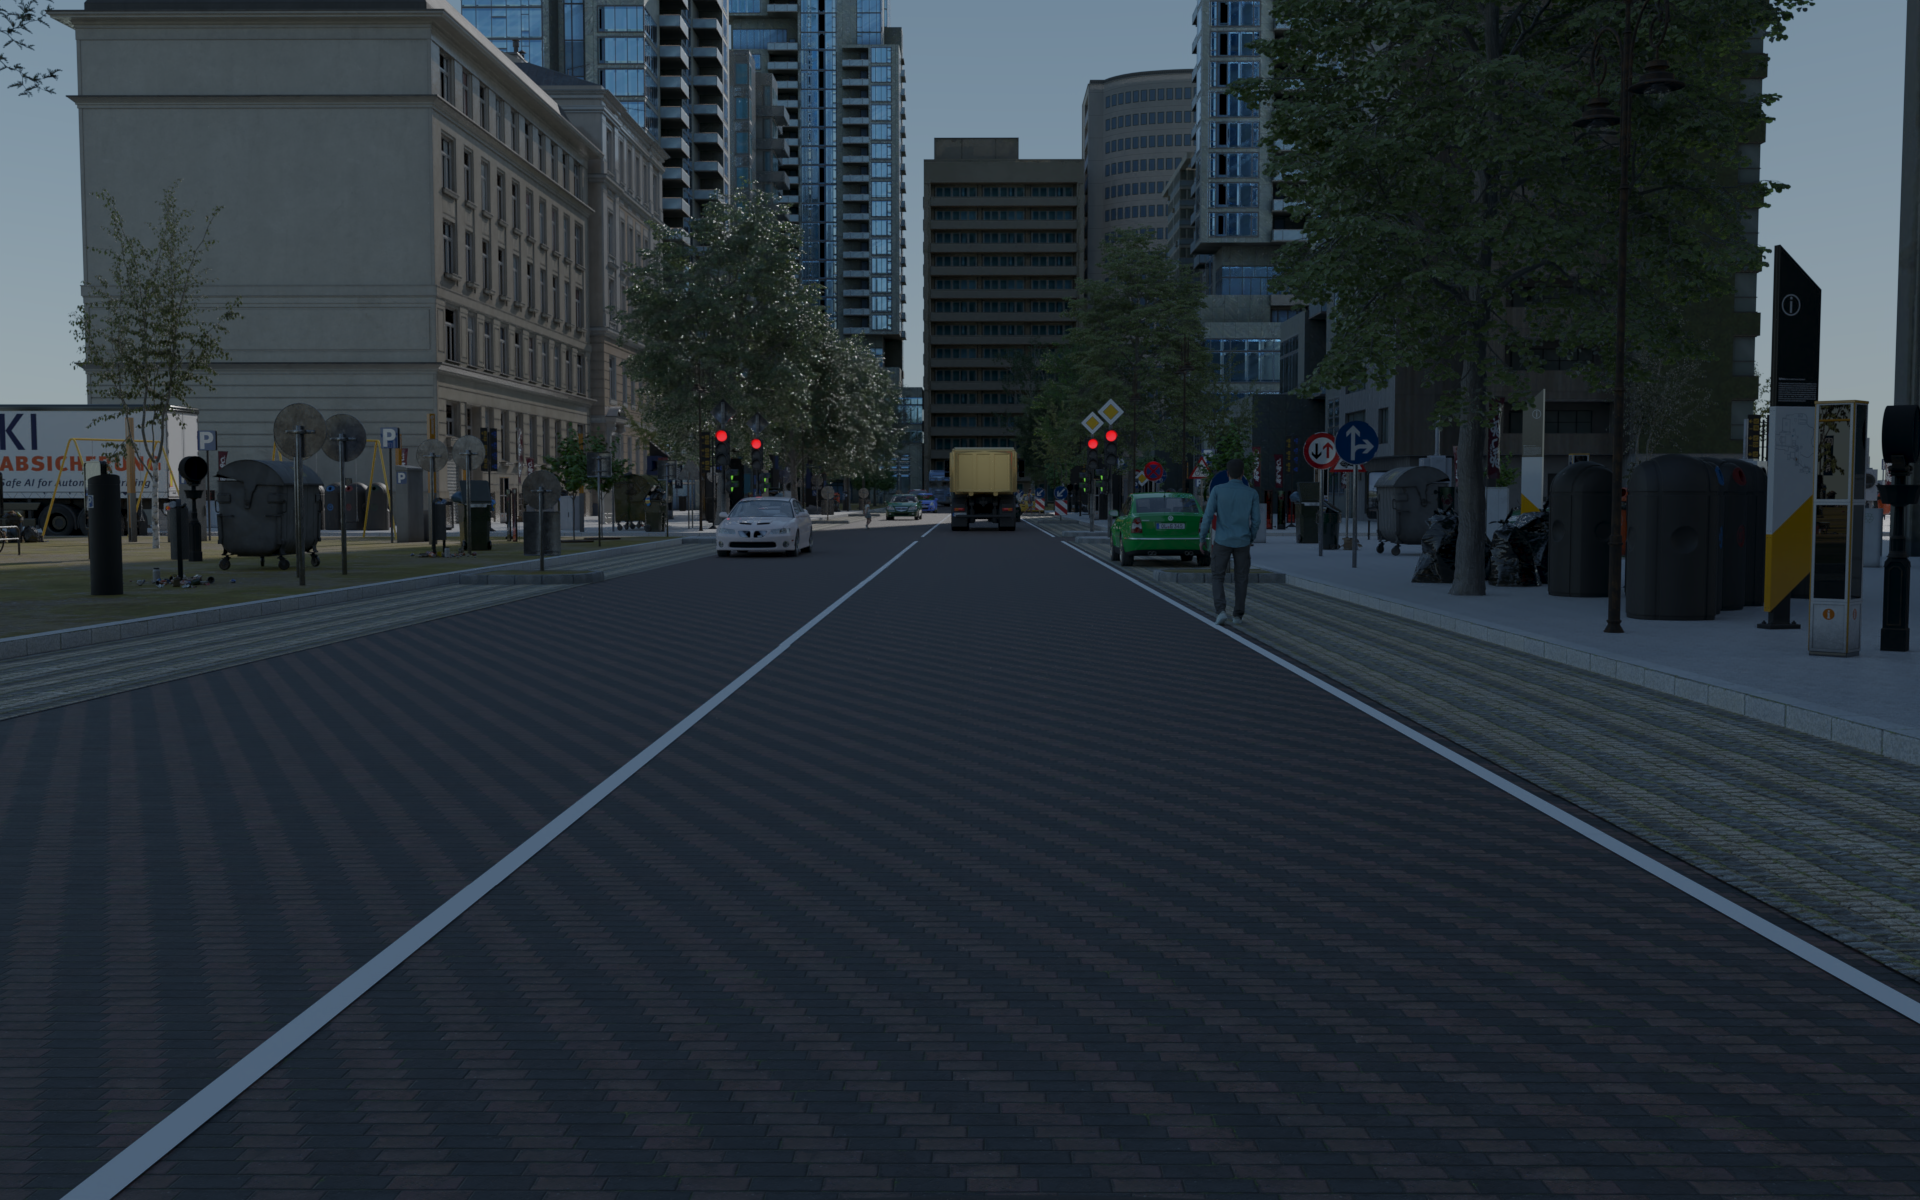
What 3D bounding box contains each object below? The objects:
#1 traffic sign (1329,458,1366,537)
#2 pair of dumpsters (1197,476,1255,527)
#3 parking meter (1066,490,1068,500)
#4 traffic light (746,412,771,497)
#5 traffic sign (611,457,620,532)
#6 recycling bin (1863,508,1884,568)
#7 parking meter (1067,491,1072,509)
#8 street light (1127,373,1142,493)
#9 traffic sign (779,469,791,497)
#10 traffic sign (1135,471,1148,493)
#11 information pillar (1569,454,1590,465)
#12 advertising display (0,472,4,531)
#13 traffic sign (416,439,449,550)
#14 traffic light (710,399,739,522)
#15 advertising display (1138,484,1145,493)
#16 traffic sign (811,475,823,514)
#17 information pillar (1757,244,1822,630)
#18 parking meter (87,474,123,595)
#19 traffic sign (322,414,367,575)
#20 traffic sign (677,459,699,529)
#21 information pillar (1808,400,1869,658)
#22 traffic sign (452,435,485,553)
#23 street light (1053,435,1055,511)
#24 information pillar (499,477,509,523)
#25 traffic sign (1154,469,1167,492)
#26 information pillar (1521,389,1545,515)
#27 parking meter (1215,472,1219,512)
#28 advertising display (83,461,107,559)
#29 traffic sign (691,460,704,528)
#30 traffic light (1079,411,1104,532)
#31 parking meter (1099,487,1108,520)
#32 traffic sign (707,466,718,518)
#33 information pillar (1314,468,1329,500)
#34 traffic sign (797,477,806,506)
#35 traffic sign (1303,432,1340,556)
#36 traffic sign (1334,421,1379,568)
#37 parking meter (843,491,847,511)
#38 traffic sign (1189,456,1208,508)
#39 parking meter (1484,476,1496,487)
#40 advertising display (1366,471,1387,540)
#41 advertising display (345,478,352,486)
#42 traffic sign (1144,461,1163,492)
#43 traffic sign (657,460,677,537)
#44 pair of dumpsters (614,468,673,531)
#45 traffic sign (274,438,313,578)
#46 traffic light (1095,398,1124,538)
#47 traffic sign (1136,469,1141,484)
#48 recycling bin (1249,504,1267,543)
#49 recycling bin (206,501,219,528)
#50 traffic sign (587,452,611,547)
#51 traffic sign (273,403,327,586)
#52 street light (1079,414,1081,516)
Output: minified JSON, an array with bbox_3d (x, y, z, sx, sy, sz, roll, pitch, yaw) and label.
[{"bbox_3d":[9.422,-2.576,42.123,0.884,2.594,0.081,0,4,5],"label":"traffic sign"},{"bbox_3d":[9.699,-3.710,63.153,1.574,2.255,4.437,0,4,1],"label":"pair of dumpsters"},{"bbox_3d":[8.205,-7.730,132.096,0.255,1.863,0.399,1,4,9],"label":"parking meter"},{"bbox_3d":[-6.880,-4.288,59.031,0.839,4.253,0.868,0,4,1],"label":"traffic light"},{"bbox_3d":[-11.812,-3.599,58.950,0.768,2.556,0.104,0,4,6],"label":"traffic sign"},{"bbox_3d":[15.883,-1.104,30.611,0.722,1.027,0.722,2,4,31],"label":"recycling bin"},{"bbox_3d":[7.840,-7.052,123.709,0.372,1.533,0.369,0,3,0],"label":"parking meter"},{"bbox_3d":[6.586,-5.663,65.377,0.468,5.910,1.993,0,4,1],"label":"street light"},{"bbox_3d":[-9.114,-5.470,89.544,0.768,2.556,0.104,0,4,5],"label":"traffic sign"},{"bbox_3d":[8.858,-5.086,84.348,0.795,2.450,0.064,0,4,6],"label":"traffic sign"},{"bbox_3d":[11.249,-1.653,31.525,0.304,2.012,0.304,0,4,8],"label":"information pillar"},{"bbox_3d":[-28.285,-2.772,50.538,0.974,1.923,0.123,2,4,26],"label":"advertising display"},{"bbox_3d":[-12.191,-2.441,40.011,0.768,2.556,0.104,0,4,4],"label":"traffic sign"},{"bbox_3d":[-6.956,-3.800,51.046,0.839,4.253,0.868,0,4,1],"label":"traffic light"},{"bbox_3d":[9.403,-5.207,90.341,0.123,1.923,0.974,-1,4,-22],"label":"advertising display"},{"bbox_3d":[-9.041,-6.689,109.468,0.768,2.556,0.104,1,4,9],"label":"traffic sign"},{"bbox_3d":[7.887,-1.533,16.424,0.504,3.616,0.183,-1,4,-14],"label":"information pillar"},{"bbox_3d":[-10.881,-0.834,22.051,0.372,1.533,0.369,0,3,0],"label":"parking meter"},{"bbox_3d":[-9.792,-1.674,27.482,0.768,2.556,0.104,0,4,3],"label":"traffic sign"},{"bbox_3d":[-10.000,-3.904,63.830,0.884,2.594,0.081,0,4,4],"label":"traffic sign"},{"bbox_3d":[6.947,-0.563,13.702,0.304,2.012,0.304,-3,5,-44],"label":"information pillar"},{"bbox_3d":[-10.639,-2.286,37.488,0.768,2.556,0.104,1,4,9],"label":"traffic sign"},{"bbox_3d":[7.300,-9.840,133.672,0.468,5.910,1.993,0,4,1],"label":"street light"},{"bbox_3d":[-19.890,-4.351,75.635,0.304,2.012,0.304,3,4,37],"label":"information pillar"},{"bbox_3d":[9.402,-5.012,82.051,0.768,2.556,0.104,0,4,7],"label":"traffic sign"},{"bbox_3d":[12.852,-2.904,38.831,0.504,3.616,0.183,3,5,42],"label":"information pillar"},{"bbox_3d":[6.857,-2.462,45.959,0.255,1.863,0.399,1,4,13],"label":"parking meter"},{"bbox_3d":[-16.815,-1.743,33.718,0.123,1.923,0.974,-3,5,-44],"label":"advertising display"},{"bbox_3d":[-10.115,-4.002,65.436,0.884,2.594,0.081,0,4,2],"label":"traffic sign"},{"bbox_3d":[4.480,-4.283,58.940,0.839,4.253,0.868,0,4,1],"label":"traffic light"},{"bbox_3d":[7.125,-4.917,86.104,0.399,1.863,0.255,3,5,45],"label":"parking meter"},{"bbox_3d":[-11.211,-4.836,79.167,0.768,2.556,0.104,1,4,9],"label":"traffic sign"},{"bbox_3d":[10.055,-2.676,48.241,0.304,2.012,0.304,-1,4,-15],"label":"information pillar"},{"bbox_3d":[-11.637,-7.755,126.804,0.884,2.594,0.081,0,4,1],"label":"traffic sign"},{"bbox_3d":[7.446,-2.176,35.676,0.768,2.556,0.104,0,4,7],"label":"traffic sign"},{"bbox_3d":[6.875,-1.835,30.110,0.768,2.556,0.104,0,4,1],"label":"traffic sign"},{"bbox_3d":[-8.752,-7.548,131.817,0.372,1.533,0.369,0,3,0],"label":"parking meter"},{"bbox_3d":[8.336,-3.656,59.772,0.884,2.594,0.081,1,4,10],"label":"traffic sign"},{"bbox_3d":[15.702,-2.791,51.351,0.255,1.863,0.399,0,4,-4],"label":"parking meter"},{"bbox_3d":[11.878,-2.645,48.461,0.974,1.923,0.123,0,4,3],"label":"advertising display"},{"bbox_3d":[-24.534,-3.927,69.427,0.123,1.923,0.974,0,4,-5],"label":"advertising display"},{"bbox_3d":[7.545,-4.128,67.600,0.768,2.556,0.104,1,4,9],"label":"traffic sign"},{"bbox_3d":[-8.790,-3.050,51.996,0.606,2.300,0.079,1,4,10],"label":"traffic sign"},{"bbox_3d":[-11.467,-3.667,62.453,1.574,2.255,4.437,0,4,0],"label":"pair of dumpsters"},{"bbox_3d":[-10.147,-1.616,26.522,0.768,2.556,0.104,0,4,7],"label":"traffic sign"},{"bbox_3d":[4.405,-3.794,50.955,0.839,4.253,0.868,0,4,1],"label":"traffic light"},{"bbox_3d":[9.035,-5.431,88.896,0.768,2.556,0.104,1,4,8],"label":"traffic sign"},{"bbox_3d":[7.657,-2.021,45.593,0.722,1.027,0.722,0,4,1],"label":"recycling bin"},{"bbox_3d":[-28.200,-3.247,65.636,0.722,1.027,0.722,0,4,4],"label":"recycling bin"},{"bbox_3d":[-8.798,-2.453,42.230,0.606,2.300,0.079,0,4,5],"label":"traffic sign"},{"bbox_3d":[-9.229,-1.475,24.229,0.768,2.556,0.104,0,4,4],"label":"traffic sign"},{"bbox_3d":[6.929,-7.757,99.614,0.468,5.910,1.993,0,4,1],"label":"street light"}]
